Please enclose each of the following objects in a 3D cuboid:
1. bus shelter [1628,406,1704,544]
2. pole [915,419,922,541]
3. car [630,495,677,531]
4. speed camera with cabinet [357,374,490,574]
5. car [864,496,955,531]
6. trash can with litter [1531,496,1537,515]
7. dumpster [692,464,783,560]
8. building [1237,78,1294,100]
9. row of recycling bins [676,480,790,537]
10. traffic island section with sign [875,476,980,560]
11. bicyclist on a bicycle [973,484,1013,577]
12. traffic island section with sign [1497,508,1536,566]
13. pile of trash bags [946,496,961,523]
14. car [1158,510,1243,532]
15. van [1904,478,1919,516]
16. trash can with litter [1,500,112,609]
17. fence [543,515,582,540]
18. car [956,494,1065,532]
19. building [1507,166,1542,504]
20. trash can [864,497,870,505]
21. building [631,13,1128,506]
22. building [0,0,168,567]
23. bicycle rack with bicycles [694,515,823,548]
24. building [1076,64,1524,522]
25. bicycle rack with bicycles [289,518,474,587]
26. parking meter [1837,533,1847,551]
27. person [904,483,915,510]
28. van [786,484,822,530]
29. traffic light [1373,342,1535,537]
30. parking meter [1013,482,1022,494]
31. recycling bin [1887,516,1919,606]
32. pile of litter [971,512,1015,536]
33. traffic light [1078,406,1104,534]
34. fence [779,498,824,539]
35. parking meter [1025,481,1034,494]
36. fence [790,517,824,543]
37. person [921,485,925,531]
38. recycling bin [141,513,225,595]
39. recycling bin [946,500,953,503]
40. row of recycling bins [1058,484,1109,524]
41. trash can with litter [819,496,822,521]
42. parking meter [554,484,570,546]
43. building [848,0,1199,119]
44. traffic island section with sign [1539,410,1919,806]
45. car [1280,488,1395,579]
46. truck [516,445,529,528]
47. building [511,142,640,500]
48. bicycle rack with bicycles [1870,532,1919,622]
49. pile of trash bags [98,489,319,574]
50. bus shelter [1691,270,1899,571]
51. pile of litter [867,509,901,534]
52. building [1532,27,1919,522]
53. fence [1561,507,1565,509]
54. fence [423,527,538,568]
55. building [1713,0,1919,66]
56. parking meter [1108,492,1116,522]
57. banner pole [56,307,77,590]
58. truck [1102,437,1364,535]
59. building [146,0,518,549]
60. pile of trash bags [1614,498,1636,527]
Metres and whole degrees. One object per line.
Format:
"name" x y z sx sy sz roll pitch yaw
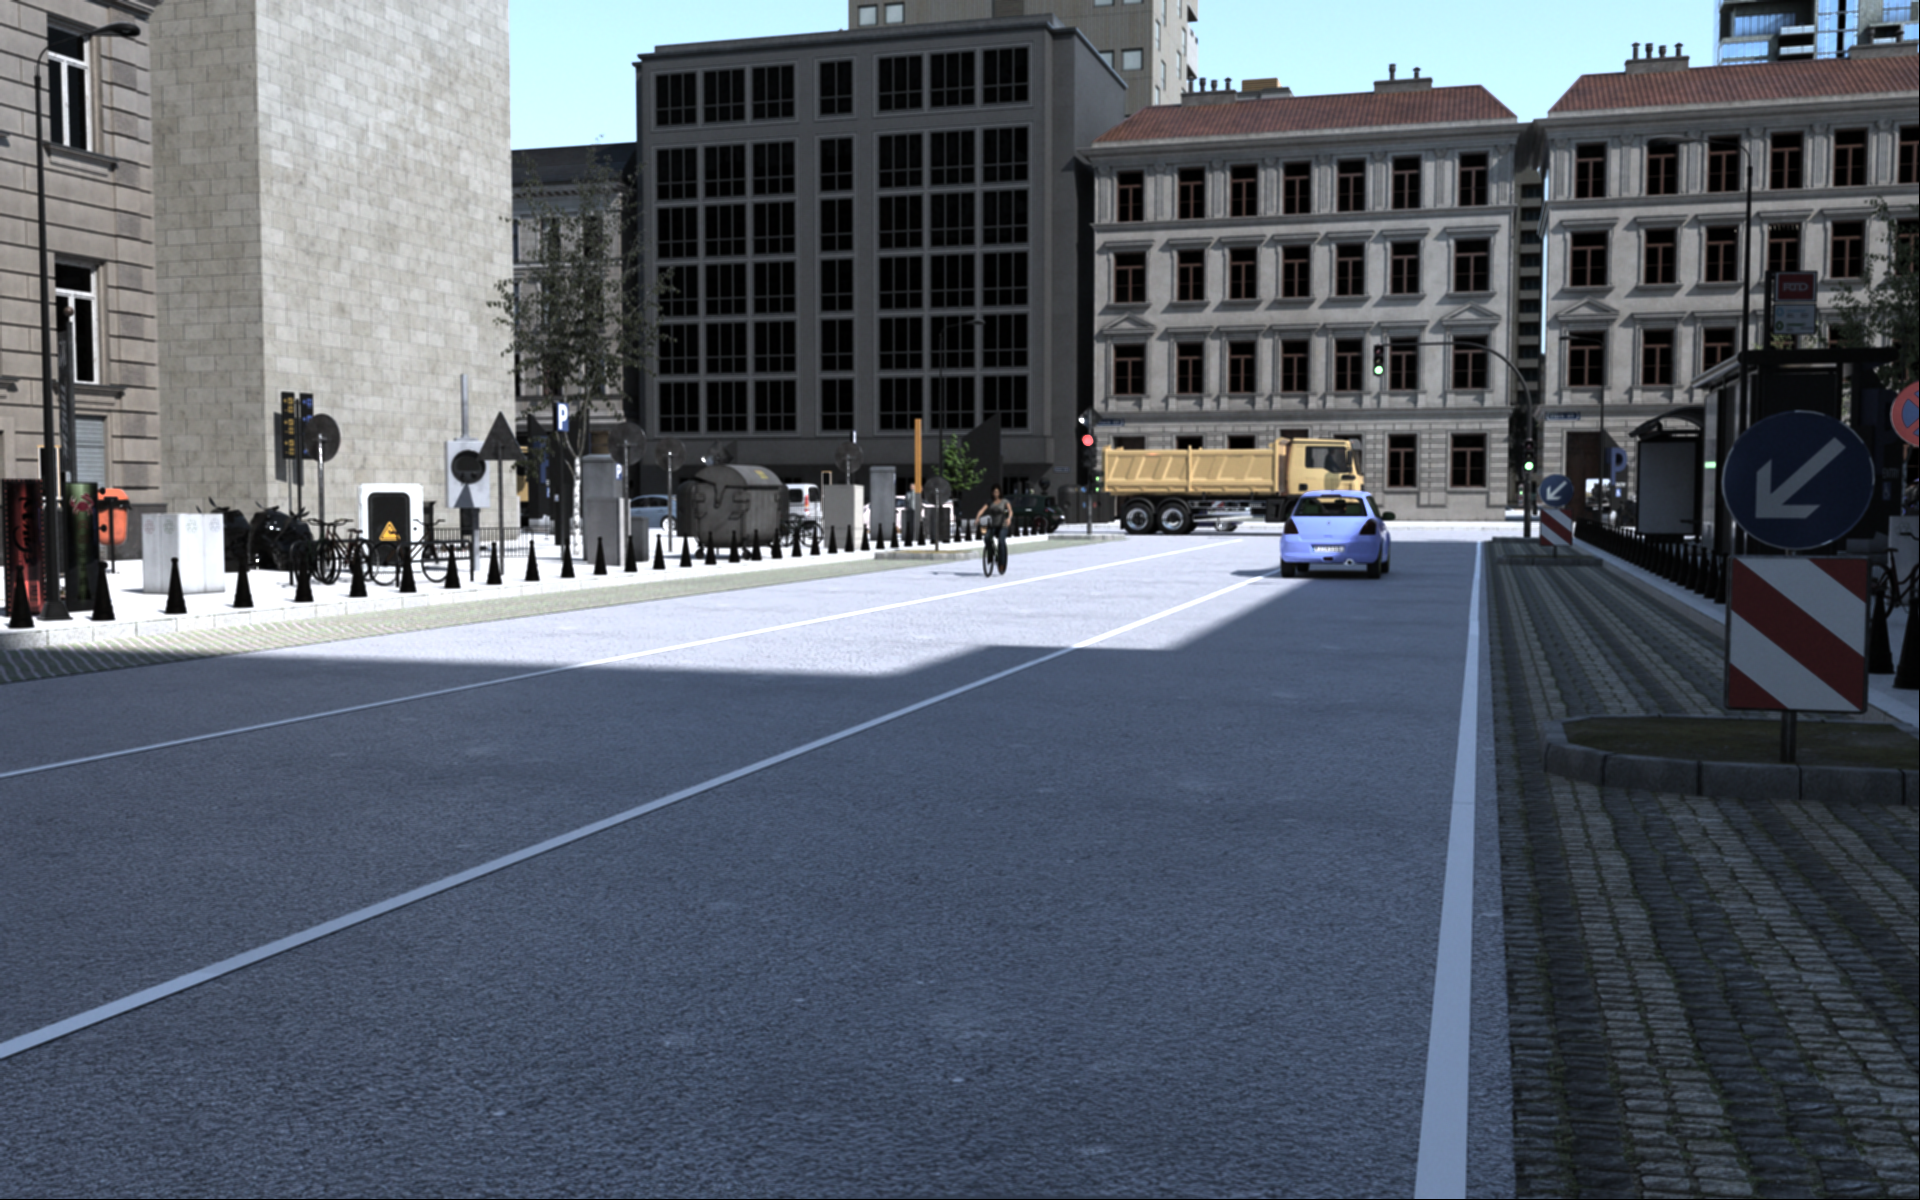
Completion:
"bus shelter" 17.655 -2.969 42.474 2.014 3.302 5.546 1 4 17
"pole" -1.134 -3.247 46.929 0.158 3.312 0.155 0 3 0
"car" -11.701 -3.254 65.208 4.499 1.417 2.014 1 4 18
"speed camera with cabinet" -8.752 -2.075 28.258 2.038 3.252 0.660 -1 4 -22
"car" -2.565 -3.184 64.417 4.827 1.381 2.083 1 4 18
"trash can with litter" 34.826 -5.668 104.065 0.624 1.170 1.055 -2 4 -24
"dumpster" -4.430 -1.752 34.412 1.264 1.857 1.865 1 4 17
"building" 34.619 -43.392 251.455 28.212 58.520 21.231 1 4 17
"row of recycling bins" -6.842 -2.778 52.526 3.534 1.692 1.069 -2 4 -29
"traffic island section with sign" -0.630 -1.814 38.292 1.989 1.847 2.006 1 4 17
"bicyclist on a bicycle" 0.625 -1.236 30.237 1.499 1.676 1.625 1 4 16
"traffic island section with sign" 11.990 -1.629 35.266 1.989 1.847 2.006 1 4 17
"pile of trash bags" -0.301 -4.126 77.209 3.447 1.369 1.912 3 5 42
"car" 8.905 -3.289 66.362 3.894 1.354 1.945 1 4 19
"van" 34.084 -3.347 59.112 5.245 2.365 2.240 1 4 19
"trash can with litter" -10.846 -0.563 20.257 1.678 1.210 2.233 0 4 -3
"fence" -10.801 -2.064 49.117 2.069 0.683 0.278 -3 4 -36
"car" 1.933 -3.444 66.090 4.222 1.686 2.009 1 4 18
"building" 86.165 -37.472 236.361 21.600 48.544 21.300 1 4 17
"trash can" -4.365 -3.964 76.467 0.748 1.137 0.748 0 3 0
"building" -4.188 -18.376 93.955 24.014 27.812 14.314 1 4 17
"building" -24.693 -13.854 23.774 12.463 27.353 25.104 1 4 17
"bicycle rack with bicycles" -4.760 -1.774 42.393 2.925 0.926 2.852 1 4 9
"building" 17.450 -15.364 87.363 21.152 22.565 11.583 1 4 17
"bicycle rack with bicycles" -8.464 -0.697 24.775 2.852 0.926 2.925 1 4 20
"parking meter" 19.890 -2.037 39.014 0.255 1.863 0.399 1 4 14
"person" -1.640 -3.081 58.973 0.635 1.810 0.391 1 4 11
"van" -7.676 -3.856 70.060 4.112 2.044 2.013 1 4 18
"traffic light" 14.763 -4.712 51.706 4.771 5.953 1.251 1 4 17
"parking meter" 2.752 -4.716 82.821 0.255 1.863 0.399 -3 5 -41
"recycling bin" 11.207 -0.453 19.966 0.722 1.027 0.722 -3 5 -41
"pile of litter" 1.021 -2.441 53.875 1.719 0.858 1.176 -2 4 -25
"traffic light" 4.136 -4.043 55.027 0.839 4.253 0.868 1 4 17
"fence" -4.660 -2.284 48.554 0.480 1.192 2.264 2 4 32
"parking meter" 3.141 -4.443 78.361 0.255 1.863 0.399 -3 4 -36
"fence" -3.582 -1.800 44.805 2.069 0.683 0.278 3 5 40
"person" -1.510 -3.204 61.162 0.850 1.792 0.678 0 4 3
"recycling bin" -10.040 -0.602 22.395 0.722 1.027 0.722 2 4 24
"recycling bin" -0.472 -4.115 79.835 0.722 1.027 0.722 1 4 13
"row of recycling bins" 5.333 -4.177 75.414 1.069 1.692 3.534 2 4 35
"trash can with litter" -6.357 -4.361 82.690 1.055 1.170 0.624 -3 4 -38
"parking meter" -9.936 -2.131 43.254 0.372 1.533 0.369 0 3 0
"building" 6.816 -34.907 159.970 28.713 52.752 27.495 1 4 17
"traffic island section with sign" 4.077 -0.021 8.973 1.989 1.847 2.006 1 4 17
"car" 6.721 -1.297 30.804 1.945 1.707 3.694 1 4 17
"truck" -19.712 -4.482 69.197 9.791 3.379 3.469 1 4 16
"building" -35.742 -15.354 101.953 40.483 20.767 10.553 1 4 17
"bicycle rack with bicycles" 10.079 -0.156 15.938 2.852 0.926 2.925 0 4 2
"pile of trash bags" -12.577 -1.168 28.848 3.447 1.369 1.912 -2 4 -29
"bus shelter" 13.599 -3.145 29.058 2.179 5.291 8.768 1 4 17
"pile of litter" -2.432 -2.613 56.693 1.176 0.858 1.719 -2 4 -31
"building" 37.504 -14.952 80.615 21.152 22.565 11.583 1 4 17
"fence" 26.463 -3.950 75.788 0.480 1.192 2.264 2 4 27
"fence" -8.478 -0.927 30.526 2.069 0.683 0.278 -2 4 -35
"building" 112.204 -56.040 228.928 31.000 86.520 22.319 1 4 17
"parking meter" 6.887 -4.491 79.140 0.399 1.863 0.255 -1 4 -16
"banner pole" -12.059 -2.043 23.428 0.401 3.779 0.863 -3 5 -41
"truck" 9.999 -3.959 60.660 9.791 3.379 3.469 1 4 16
"building" -21.952 -11.659 45.383 16.860 20.320 10.420 1 4 17
"pile of trash bags" 27.363 -3.539 67.615 3.447 1.369 1.912 2 4 23
